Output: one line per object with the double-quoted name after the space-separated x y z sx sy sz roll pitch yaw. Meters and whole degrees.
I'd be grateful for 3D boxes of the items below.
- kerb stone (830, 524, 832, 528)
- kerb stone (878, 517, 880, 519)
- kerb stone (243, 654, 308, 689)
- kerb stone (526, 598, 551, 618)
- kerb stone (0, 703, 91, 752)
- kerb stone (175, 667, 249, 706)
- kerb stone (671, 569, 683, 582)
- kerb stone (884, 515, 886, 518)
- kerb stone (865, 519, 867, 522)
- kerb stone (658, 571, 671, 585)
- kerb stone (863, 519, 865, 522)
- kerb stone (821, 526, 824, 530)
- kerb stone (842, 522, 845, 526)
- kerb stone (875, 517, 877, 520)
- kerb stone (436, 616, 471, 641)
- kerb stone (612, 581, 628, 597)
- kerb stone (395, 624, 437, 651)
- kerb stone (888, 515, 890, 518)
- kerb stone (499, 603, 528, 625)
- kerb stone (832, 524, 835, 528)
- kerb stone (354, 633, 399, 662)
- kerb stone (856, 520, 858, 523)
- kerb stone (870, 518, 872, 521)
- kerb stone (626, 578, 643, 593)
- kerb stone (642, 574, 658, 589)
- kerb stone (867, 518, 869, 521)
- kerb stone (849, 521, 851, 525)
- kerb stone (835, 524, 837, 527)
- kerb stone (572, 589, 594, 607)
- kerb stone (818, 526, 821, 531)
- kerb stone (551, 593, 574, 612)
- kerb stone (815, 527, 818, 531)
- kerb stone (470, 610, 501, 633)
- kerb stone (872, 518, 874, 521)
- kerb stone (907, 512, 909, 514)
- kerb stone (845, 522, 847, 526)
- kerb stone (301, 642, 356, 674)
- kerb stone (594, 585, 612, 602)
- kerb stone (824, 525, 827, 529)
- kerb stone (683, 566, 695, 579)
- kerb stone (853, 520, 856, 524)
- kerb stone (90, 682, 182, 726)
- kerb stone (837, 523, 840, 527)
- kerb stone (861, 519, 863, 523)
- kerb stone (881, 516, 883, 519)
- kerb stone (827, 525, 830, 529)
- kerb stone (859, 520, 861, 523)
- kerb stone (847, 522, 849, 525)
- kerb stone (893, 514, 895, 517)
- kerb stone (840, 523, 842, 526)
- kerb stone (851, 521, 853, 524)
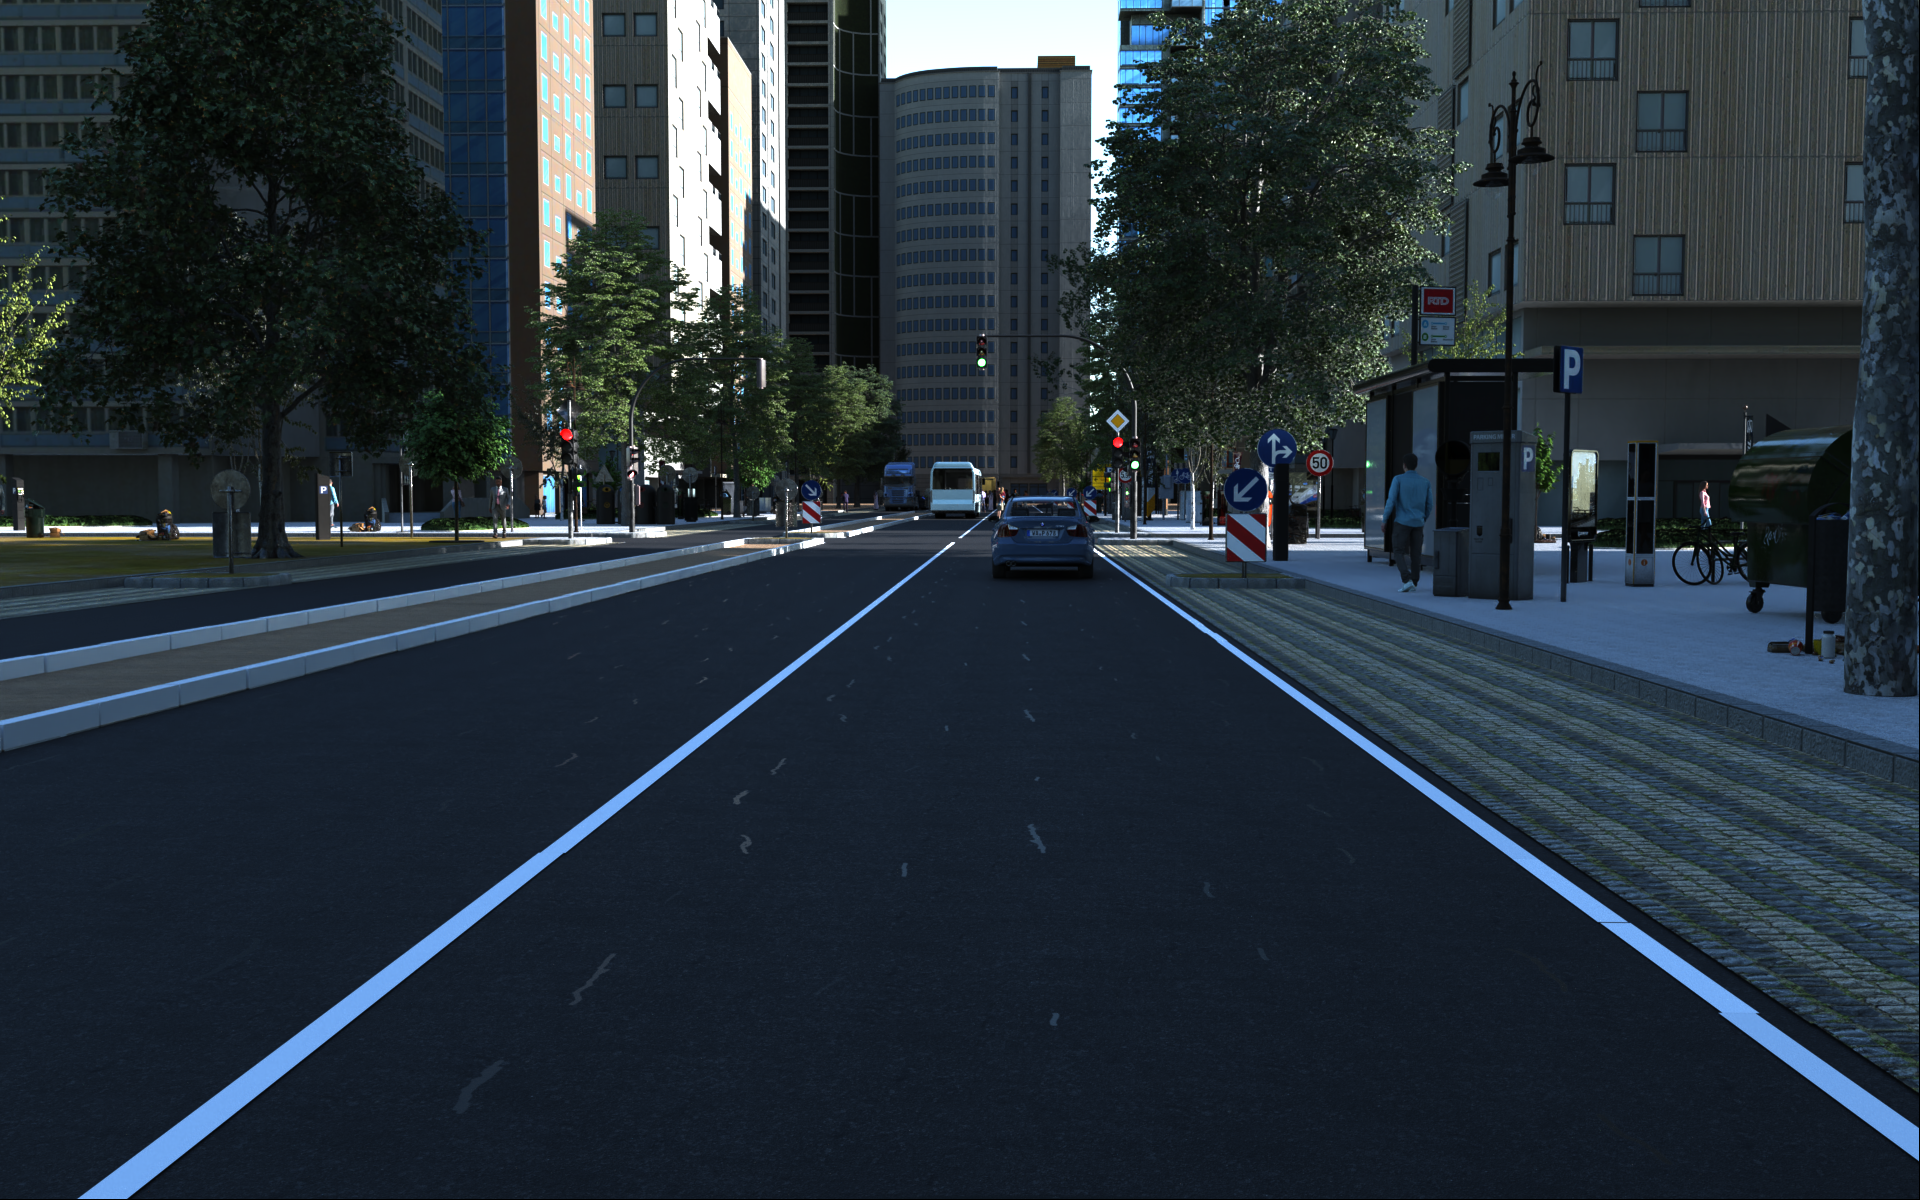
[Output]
-5.469 -2.992 71.197 0.120 0.150 1.000 0 4 2 "kerb stone"
-4.668 -4.501 95.789 0.120 0.150 1.000 0 4 2 "kerb stone"
-5.259 0.550 13.203 0.120 0.150 1.000 0 4 2 "kerb stone"
-5.036 0.111 20.382 0.120 0.150 1.000 0 4 2 "kerb stone"
-5.360 0.738 10.133 0.120 0.150 1.000 0 4 2 "kerb stone"
-5.302 0.613 12.182 0.120 0.150 1.000 0 4 2 "kerb stone"
-4.762 -0.389 28.554 0.120 0.150 1.000 0 4 2 "kerb stone"
-4.536 -4.752 99.887 0.120 0.150 1.000 0 4 2 "kerb stone"
-4.935 -4.000 87.588 0.120 0.150 1.000 0 4 2 "kerb stone"
-4.799 -0.326 27.533 0.120 0.150 1.000 0 4 2 "kerb stone"
-4.966 -3.936 86.556 0.120 0.150 1.000 0 4 2 "kerb stone"
-5.566 -2.808 68.129 0.120 0.150 1.000 0 4 2 "kerb stone"
-5.301 -3.309 76.310 0.120 0.150 1.000 0 4 2 "kerb stone"
-4.733 -4.375 93.727 0.120 0.150 1.000 0 4 2 "kerb stone"
-5.126 0.299 17.306 0.120 0.150 1.000 0 4 2 "kerb stone"
-4.900 -0.132 24.469 0.120 0.150 1.000 0 4 2 "kerb stone"
-5.163 0.362 16.276 0.120 0.150 1.000 0 4 2 "kerb stone"
-4.431 -4.940 102.960 0.120 0.150 1.000 0 4 2 "kerb stone"
-5.060 0.174 19.353 0.120 0.150 1.000 0 4 2 "kerb stone"
-5.446 -3.060 72.219 0.120 0.150 1.000 0 4 2 "kerb stone"
-5.205 0.425 15.255 0.120 0.150 1.000 0 4 2 "kerb stone"
-5.102 -3.684 82.468 0.120 0.150 1.000 0 4 2 "kerb stone"
-4.837 -4.188 90.662 0.120 0.150 1.000 0 4 2 "kerb stone"
-4.872 -0.201 25.490 0.120 0.150 1.000 0 4 2 "kerb stone"
-4.830 -0.264 26.511 0.120 0.150 1.000 0 4 2 "kerb stone"
-4.904 -4.060 88.611 0.120 0.150 1.000 0 4 2 "kerb stone"
-5.205 -3.498 79.382 0.120 0.150 1.000 0 4 2 "kerb stone"
-5.406 -3.122 73.240 0.120 0.150 1.000 0 4 2 "kerb stone"
-4.960 -0.014 22.425 0.120 0.150 1.000 0 4 2 "kerb stone"
-5.600 -2.746 67.101 0.120 0.150 1.000 0 4 2 "kerb stone"
-4.991 0.054 21.403 0.120 0.150 1.000 0 4 2 "kerb stone"
-5.641 -2.682 66.073 0.120 0.150 1.000 0 4 2 "kerb stone"
-5.094 0.236 18.331 0.120 0.150 1.000 0 4 2 "kerb stone"
-4.804 -4.250 91.684 0.120 0.150 1.000 0 4 2 "kerb stone"
-3.837 -6.068 121.405 0.120 0.150 1.000 0 4 2 "kerb stone"
-5.273 -3.373 77.339 0.120 0.150 1.000 0 4 2 "kerb stone"
-5.229 0.488 14.225 0.120 0.150 1.000 0 4 2 "kerb stone"
-4.922 -0.076 23.447 0.120 0.150 1.000 0 4 2 "kerb stone"
-5.544 -2.872 69.152 0.120 0.150 1.000 0 4 2 "kerb stone"
-4.727 -0.452 29.581 0.120 0.150 1.000 0 4 2 "kerb stone"
-5.138 -3.623 81.432 0.120 0.150 1.000 0 4 2 "kerb stone"
-5.331 0.675 11.154 0.120 0.150 1.000 0 4 2 "kerb stone"
-5.376 -3.185 74.262 0.120 0.150 1.000 0 4 2 "kerb stone"
-5.010 -3.874 85.534 0.120 0.150 1.000 0 4 2 "kerb stone"
-4.609 -4.622 97.835 0.120 0.150 1.000 0 4 2 "kerb stone"
-5.502 -2.928 70.175 0.120 0.150 1.000 0 4 2 "kerb stone"
-5.047 -3.811 84.513 0.120 0.150 1.000 0 4 2 "kerb stone"
-5.230 -3.435 78.360 0.120 0.150 1.000 0 4 2 "kerb stone"
-4.298 -5.189 107.054 0.120 0.150 1.000 0 4 2 "kerb stone"
-5.338 -3.243 75.284 0.120 0.150 1.000 0 4 2 "kerb stone"
-5.171 -3.560 80.404 0.120 0.150 1.000 0 4 2 "kerb stone"
